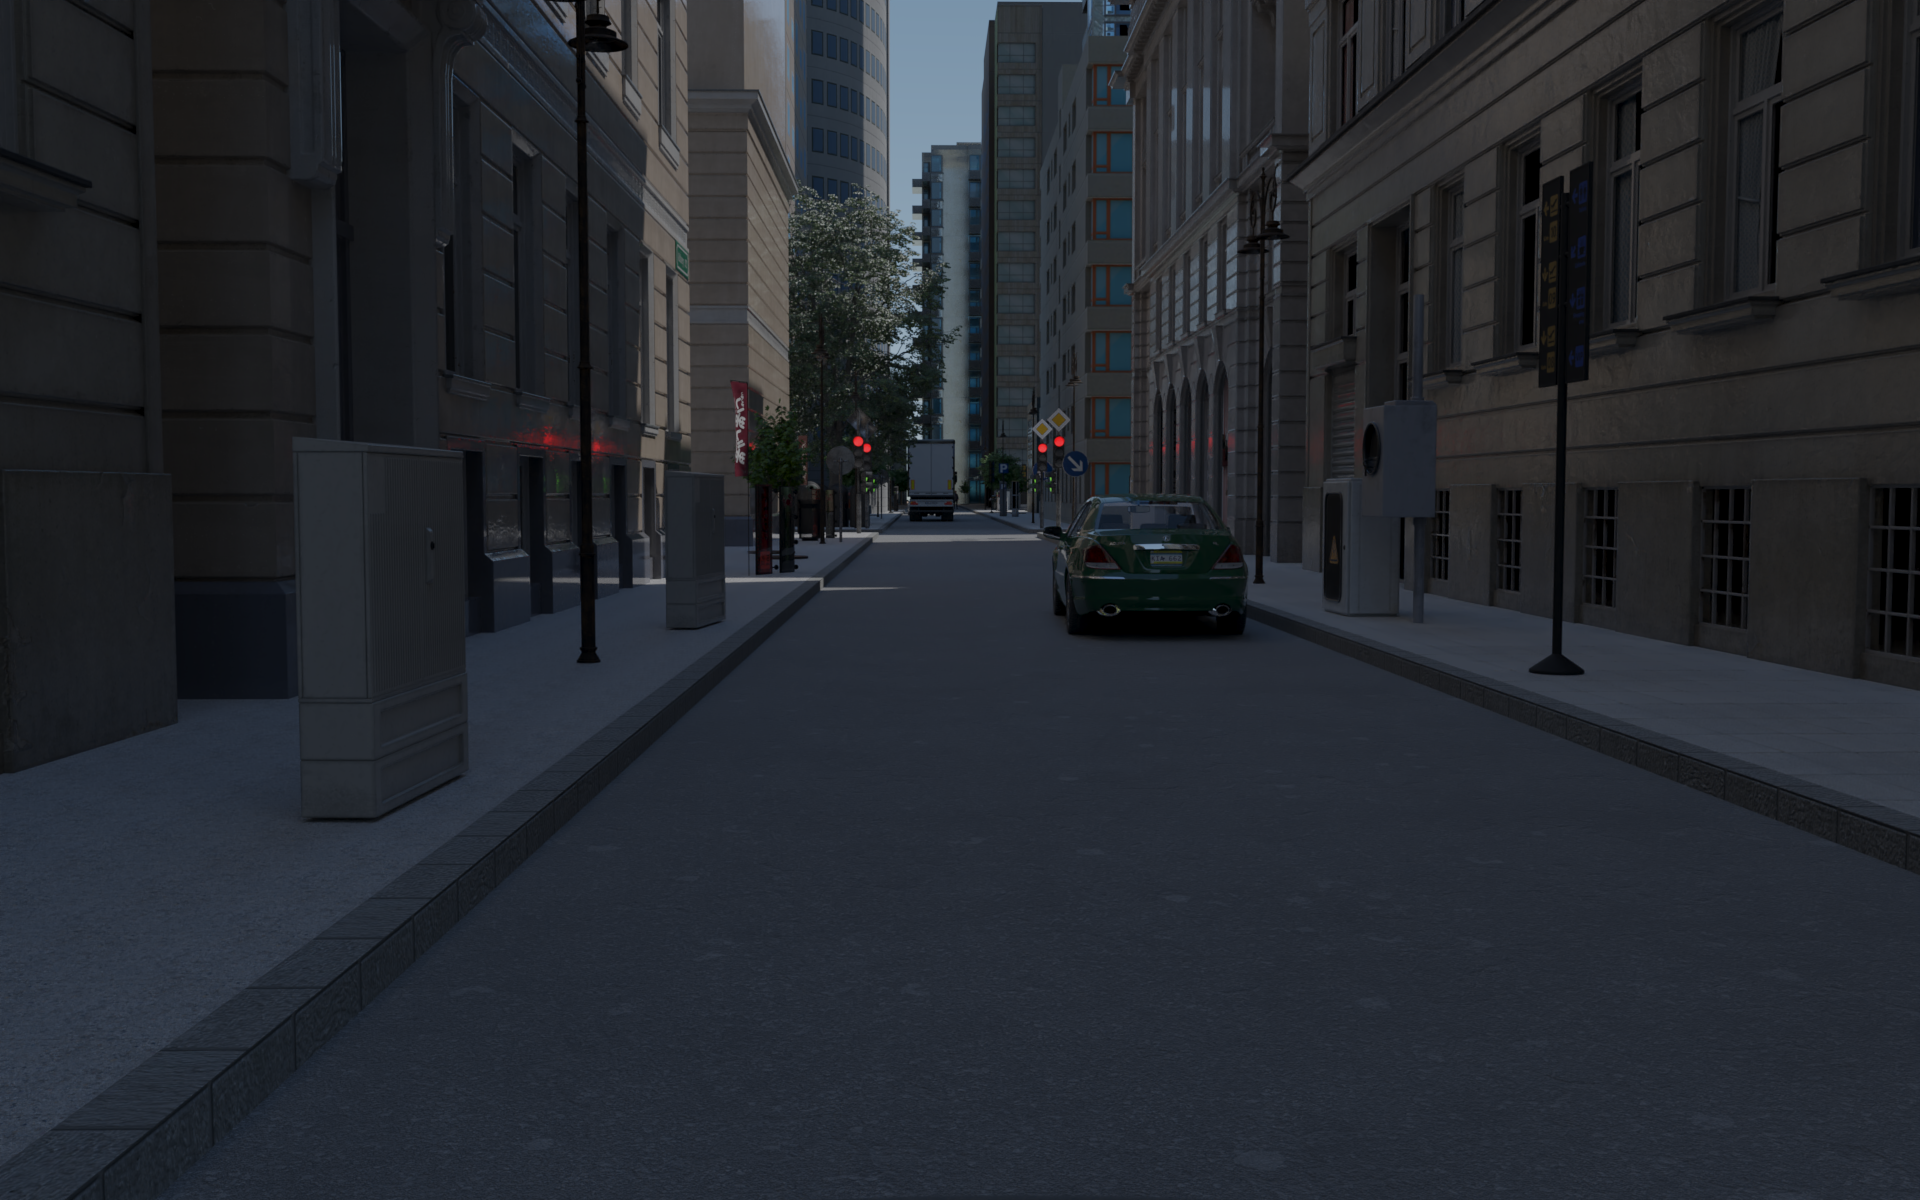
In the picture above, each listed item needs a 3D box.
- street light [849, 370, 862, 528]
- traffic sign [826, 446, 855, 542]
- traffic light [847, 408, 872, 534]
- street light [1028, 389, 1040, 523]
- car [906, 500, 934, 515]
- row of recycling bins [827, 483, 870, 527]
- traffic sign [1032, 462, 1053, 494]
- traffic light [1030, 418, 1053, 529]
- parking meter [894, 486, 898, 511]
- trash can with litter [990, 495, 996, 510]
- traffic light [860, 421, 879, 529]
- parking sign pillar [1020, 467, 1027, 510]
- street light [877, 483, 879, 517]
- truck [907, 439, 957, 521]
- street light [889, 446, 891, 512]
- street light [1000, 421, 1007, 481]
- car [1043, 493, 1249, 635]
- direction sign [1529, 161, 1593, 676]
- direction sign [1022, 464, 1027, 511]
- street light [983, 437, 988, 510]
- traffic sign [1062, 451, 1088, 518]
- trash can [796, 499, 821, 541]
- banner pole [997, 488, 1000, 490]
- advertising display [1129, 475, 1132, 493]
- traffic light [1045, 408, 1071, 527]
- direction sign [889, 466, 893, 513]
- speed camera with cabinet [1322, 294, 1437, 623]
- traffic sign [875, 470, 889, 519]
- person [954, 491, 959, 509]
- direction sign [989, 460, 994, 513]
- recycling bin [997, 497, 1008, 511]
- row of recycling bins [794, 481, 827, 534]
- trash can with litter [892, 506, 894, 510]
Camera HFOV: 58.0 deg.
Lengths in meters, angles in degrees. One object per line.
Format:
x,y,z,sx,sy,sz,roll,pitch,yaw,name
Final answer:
-3.865,-5.608,64.471,0.468,5.910,1.993,0,4,-1,street light
-3.174,-2.809,46.038,0.768,2.556,0.104,0,3,0,traffic sign
-3.270,-4.118,56.252,0.839,4.253,0.868,0,4,-1,traffic light
3.219,-6.316,76.059,0.468,5.910,1.993,0,4,-1,street light
-2.663,-6.462,117.657,2.014,1.417,4.499,0,4,-3,car
-5.054,-3.688,67.411,3.534,1.692,1.069,2,4,30,row of recycling bins
3.135,-4.014,65.727,0.768,2.556,0.104,0,4,7,traffic sign
3.031,-4.615,64.380,0.839,4.253,0.868,0,4,-1,traffic light
-4.779,-7.561,129.328,0.255,1.863,0.399,1,4,16,parking meter
2.878,-7.734,137.844,0.624,1.170,1.055,3,5,39,trash can with litter
-3.429,-4.606,64.236,0.839,4.253,0.868,0,4,-1,traffic light
5.453,-9.081,136.945,1.447,3.967,1.447,2,4,29,parking sign pillar
-4.542,-7.521,95.752,0.468,5.910,1.993,0,4,-1,street light
-1.530,-6.438,94.179,2.839,4.237,11.283,0,4,-1,truck
-5.102,-9.418,126.772,0.468,5.910,1.993,0,4,-1,street light
2.654,-8.214,107.078,0.468,5.910,1.993,0,4,-1,street light
2.006,-0.445,19.080,2.131,1.459,4.920,0,4,0,car
4.279,-1.243,12.316,0.379,3.537,0.876,0,4,-2,direction sign
5.087,-8.490,130.806,0.876,3.537,0.379,0,4,4,direction sign
2.030,-10.165,138.978,0.468,5.910,1.993,0,4,-1,street light
3.411,-3.127,51.236,0.768,2.556,0.104,0,4,5,traffic sign
-4.119,-2.194,47.527,0.748,1.137,0.748,0,3,0,trash can
3.204,-8.859,134.865,0.863,3.779,0.401,2,4,30,banner pole
6.074,-3.182,57.236,0.974,1.923,0.123,1,4,14,advertising display
3.190,-4.127,56.397,0.839,4.253,0.868,0,4,-1,traffic light
-4.640,-7.611,116.444,0.379,3.537,0.876,0,4,-3,direction sign
4.316,-1.444,17.947,0.660,3.252,2.038,0,4,-4,speed camera with cabinet
-4.067,-5.478,89.678,0.768,2.556,0.104,0,4,7,traffic sign
-0.347,-9.512,164.547,0.617,1.759,0.750,-1,4,-16,person
2.133,-7.624,116.642,0.379,3.537,0.876,1,4,22,direction sign
3.154,-7.108,128.767,0.722,1.027,0.722,0,4,-6,recycling bin
-6.260,-3.023,56.541,3.534,1.692,1.069,0,4,6,row of recycling bins
-5.671,-7.806,139.008,1.055,1.170,0.624,-1,4,-13,trash can with litter
